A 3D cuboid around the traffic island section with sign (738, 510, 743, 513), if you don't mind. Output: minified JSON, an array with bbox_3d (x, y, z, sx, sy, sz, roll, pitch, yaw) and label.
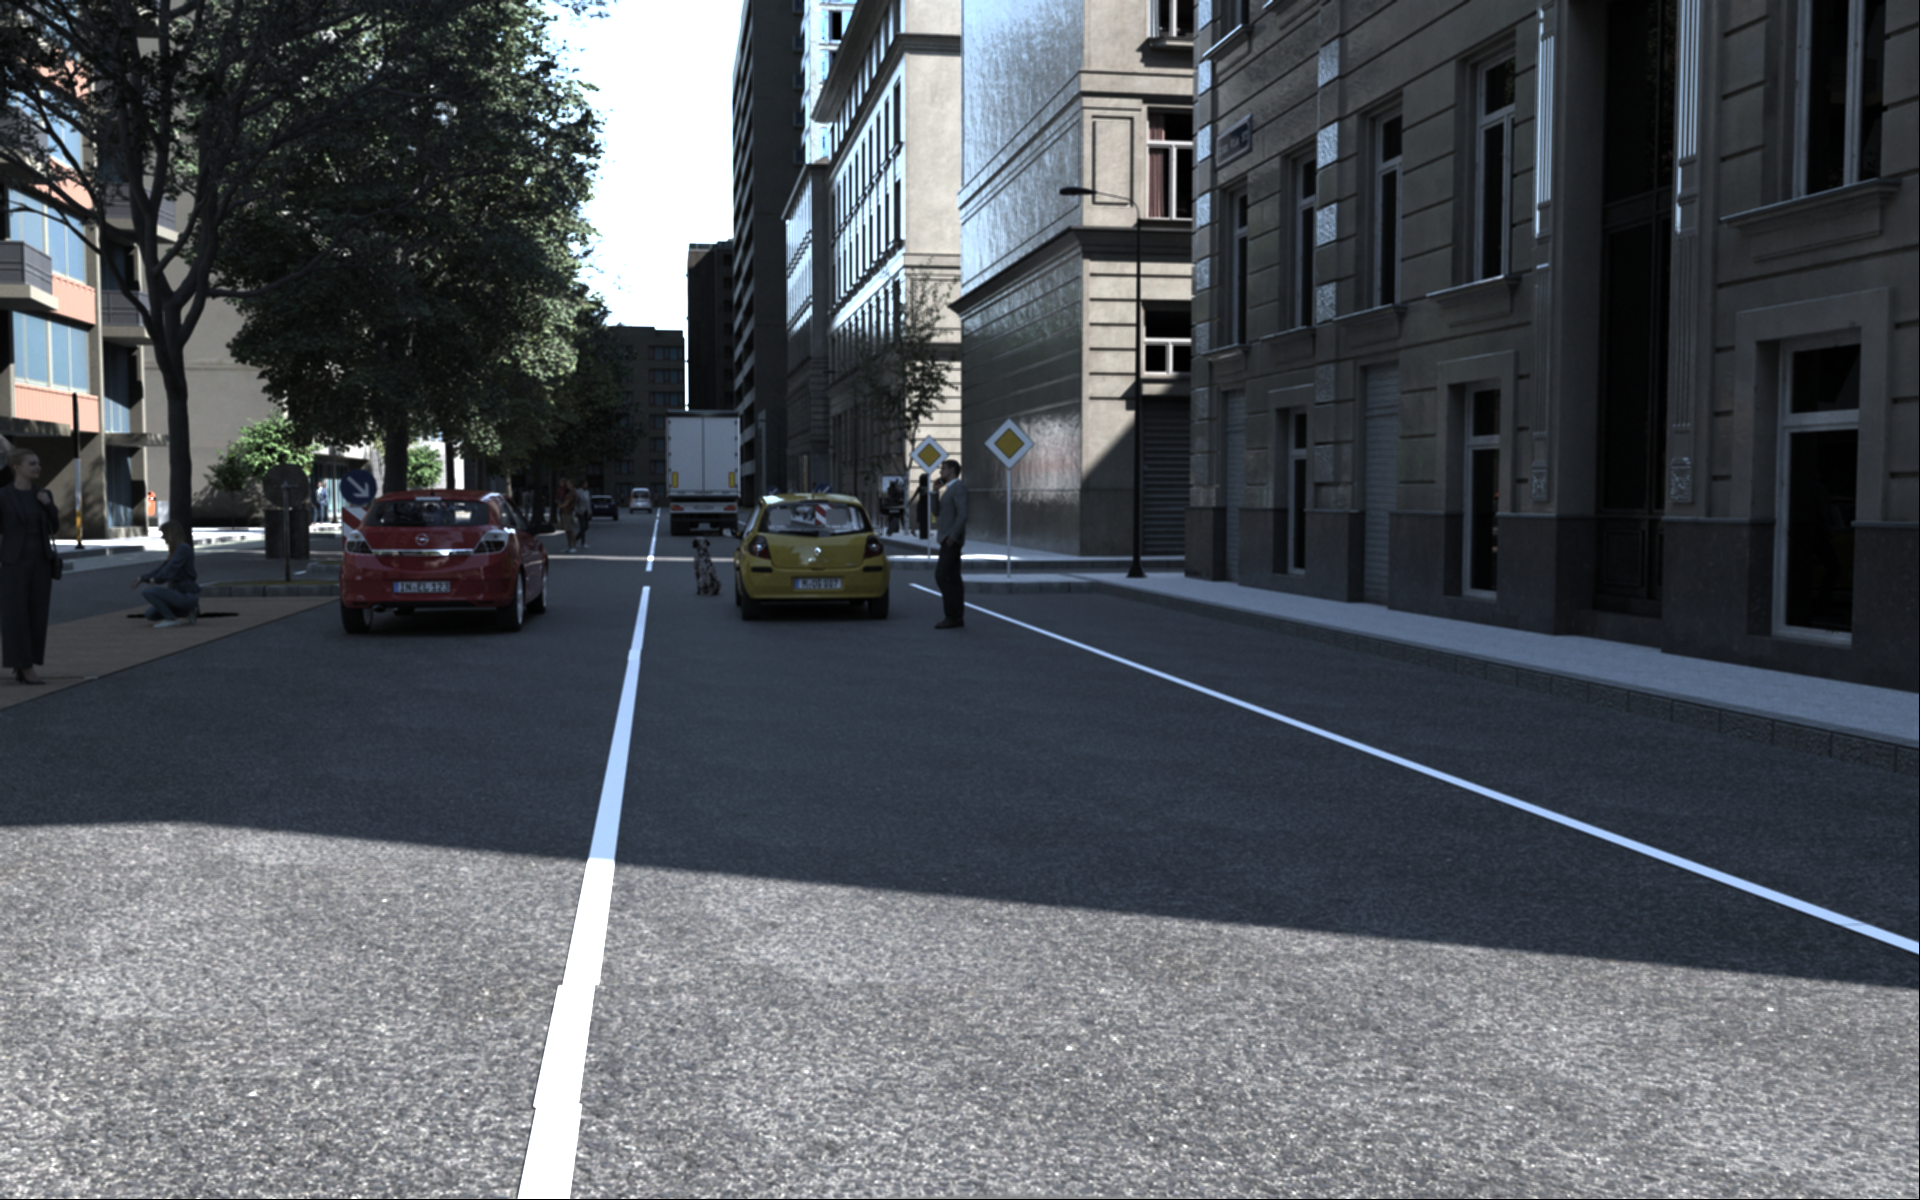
[{"bbox_3d":[-17.900,-7.726,134.941,1.989,1.847,2.006,-1,4,-10],"label":"traffic island section with sign"}]

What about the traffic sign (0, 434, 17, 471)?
[{"bbox_3d":[-17.439,-1.784,31.352,0.795,2.593,0.064,-1,4,-10],"label":"traffic sign"}]

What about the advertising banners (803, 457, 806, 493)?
[{"bbox_3d":[-7.489,-5.329,83.309,0.090,3.025,2.074,0,4,-6],"label":"advertising banners"}]

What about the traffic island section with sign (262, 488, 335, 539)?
[{"bbox_3d":[-21.396,-2.906,56.134,1.989,1.847,2.006,-1,4,-10],"label":"traffic island section with sign"}]

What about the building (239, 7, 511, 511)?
[{"bbox_3d":[-55.443,-33.250,167.335,21.600,48.544,21.300,-1,4,-10],"label":"building"}]

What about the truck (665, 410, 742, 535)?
[{"bbox_3d":[-9.377,-4.565,63.557,2.839,4.237,11.283,0,4,-8],"label":"truck"}]

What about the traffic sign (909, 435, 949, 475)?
[{"bbox_3d":[-0.588,-1.959,34.223,0.795,2.593,0.064,-1,4,-10],"label":"traffic sign"}]

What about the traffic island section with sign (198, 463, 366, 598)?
[{"bbox_3d":[-9.798,-1.023,24.866,2.006,1.907,1.989,-1,4,-10],"label":"traffic island section with sign"}]

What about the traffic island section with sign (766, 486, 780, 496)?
[{"bbox_3d":[-9.363,-4.693,85.351,1.989,1.847,2.006,-1,4,-10],"label":"traffic island section with sign"}]

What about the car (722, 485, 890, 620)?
[{"bbox_3d":[-1.882,-0.671,21.203,2.015,1.641,3.980,-1,4,-9],"label":"car"}]

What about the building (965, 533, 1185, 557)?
[{"bbox_3d":[15.256,-12.912,44.390,30.059,22.955,16.112,-1,4,-10],"label":"building"}]

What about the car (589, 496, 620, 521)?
[{"bbox_3d":[-19.562,-5.019,94.643,1.945,1.354,3.894,-1,4,-11],"label":"car"}]

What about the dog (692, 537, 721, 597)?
[{"bbox_3d":[-3.660,-0.474,24.584,0.513,0.831,0.800,1,4,8],"label":"dog"}]

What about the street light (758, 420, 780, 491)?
[{"bbox_3d":[-11.859,-8.291,108.102,1.470,5.913,1.316,-1,4,-10],"label":"street light"}]

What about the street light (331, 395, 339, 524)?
[{"bbox_3d":[-26.181,-6.200,73.918,1.470,5.913,1.316,-1,4,-10],"label":"street light"}]

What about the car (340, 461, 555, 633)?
[{"bbox_3d":[-5.677,-0.634,19.405,2.155,1.783,4.494,-1,4,-8],"label":"car"}]

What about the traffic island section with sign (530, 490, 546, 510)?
[{"bbox_3d":[-39.244,-9.244,159.767,1.989,1.847,2.006,-1,4,-10],"label":"traffic island section with sign"}]

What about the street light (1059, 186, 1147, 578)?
[{"bbox_3d":[2.186,-3.295,26.412,1.470,5.913,1.316,-1,4,-10],"label":"street light"}]

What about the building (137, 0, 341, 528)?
[{"bbox_3d":[-38.445,-27.559,74.299,21.300,48.544,21.600,-1,4,-10],"label":"building"}]

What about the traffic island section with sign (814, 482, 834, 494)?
[{"bbox_3d":[-4.794,-3.068,58.784,1.989,1.847,2.006,-1,4,-10],"label":"traffic island section with sign"}]

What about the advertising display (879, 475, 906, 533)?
[{"bbox_3d":[-2.208,-3.198,57.500,0.974,1.923,0.123,-2,4,-27],"label":"advertising display"}]

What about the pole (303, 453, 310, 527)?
[{"bbox_3d":[-25.625,-4.526,67.836,0.158,3.312,0.155,0,3,0],"label":"pole"}]

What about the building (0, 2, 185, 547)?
[{"bbox_3d":[-32.840,-23.675,41.718,22.147,44.769,28.867,-1,4,-10],"label":"building"}]

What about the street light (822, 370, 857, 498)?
[{"bbox_3d":[-4.478,-5.663,65.125,1.470,5.913,1.316,-1,4,-10],"label":"street light"}]

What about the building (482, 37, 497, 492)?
[{"bbox_3d":[-45.285,-27.836,138.705,14.154,41.232,14.086,-1,4,-10],"label":"building"}]

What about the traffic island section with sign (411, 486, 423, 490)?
[{"bbox_3d":[-26.085,-4.570,83.339,1.989,1.847,2.006,-1,4,-10],"label":"traffic island section with sign"}]

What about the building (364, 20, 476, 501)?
[{"bbox_3d":[-44.834,-35.118,116.183,21.231,58.520,28.212,-1,4,-10],"label":"building"}]

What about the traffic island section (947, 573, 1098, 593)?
[{"bbox_3d":[0.789,-0.254,26.440,2.009,0.180,2.903,-1,4,-10],"label":"traffic island section"}]

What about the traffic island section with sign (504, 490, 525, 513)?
[{"bbox_3d":[-34.668,-7.619,133.201,1.989,1.847,2.006,-1,4,-10],"label":"traffic island section with sign"}]

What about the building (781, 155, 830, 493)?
[{"bbox_3d":[-4.806,-15.383,100.661,9.793,20.994,18.267,-1,4,-10],"label":"building"}]

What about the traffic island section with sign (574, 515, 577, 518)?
[{"bbox_3d":[-23.811,-5.999,106.218,2.006,1.907,1.989,-1,4,-10],"label":"traffic island section with sign"}]

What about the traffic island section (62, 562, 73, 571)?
[{"bbox_3d":[-17.461,-0.559,31.415,2.009,0.180,2.903,-1,4,-10],"label":"traffic island section"}]

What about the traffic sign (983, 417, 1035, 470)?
[{"bbox_3d":[0.767,-1.478,26.354,0.795,2.593,0.064,-1,4,-10],"label":"traffic sign"}]

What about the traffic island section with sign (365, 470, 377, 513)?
[{"bbox_3d":[-11.046,-1.470,32.168,2.006,1.907,1.989,-1,4,-10],"label":"traffic island section with sign"}]

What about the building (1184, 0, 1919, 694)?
[{"bbox_3d":[11.080,-13.315,14.961,12.463,27.353,25.104,-1,4,-10],"label":"building"}]

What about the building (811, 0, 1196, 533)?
[{"bbox_3d":[2.768,-14.883,76.616,16.112,22.955,30.059,-1,4,-10],"label":"building"}]

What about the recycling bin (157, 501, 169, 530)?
[{"bbox_3d":[-27.952,-2.987,61.391,0.722,1.027,0.722,0,4,-4],"label":"recycling bin"}]

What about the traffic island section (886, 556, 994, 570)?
[{"bbox_3d":[-0.567,-0.736,34.310,2.009,0.180,2.903,-1,4,-10],"label":"traffic island section"}]

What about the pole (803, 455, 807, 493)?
[{"bbox_3d":[-8.072,-5.899,90.292,0.158,3.312,0.155,0,3,0],"label":"pole"}]
